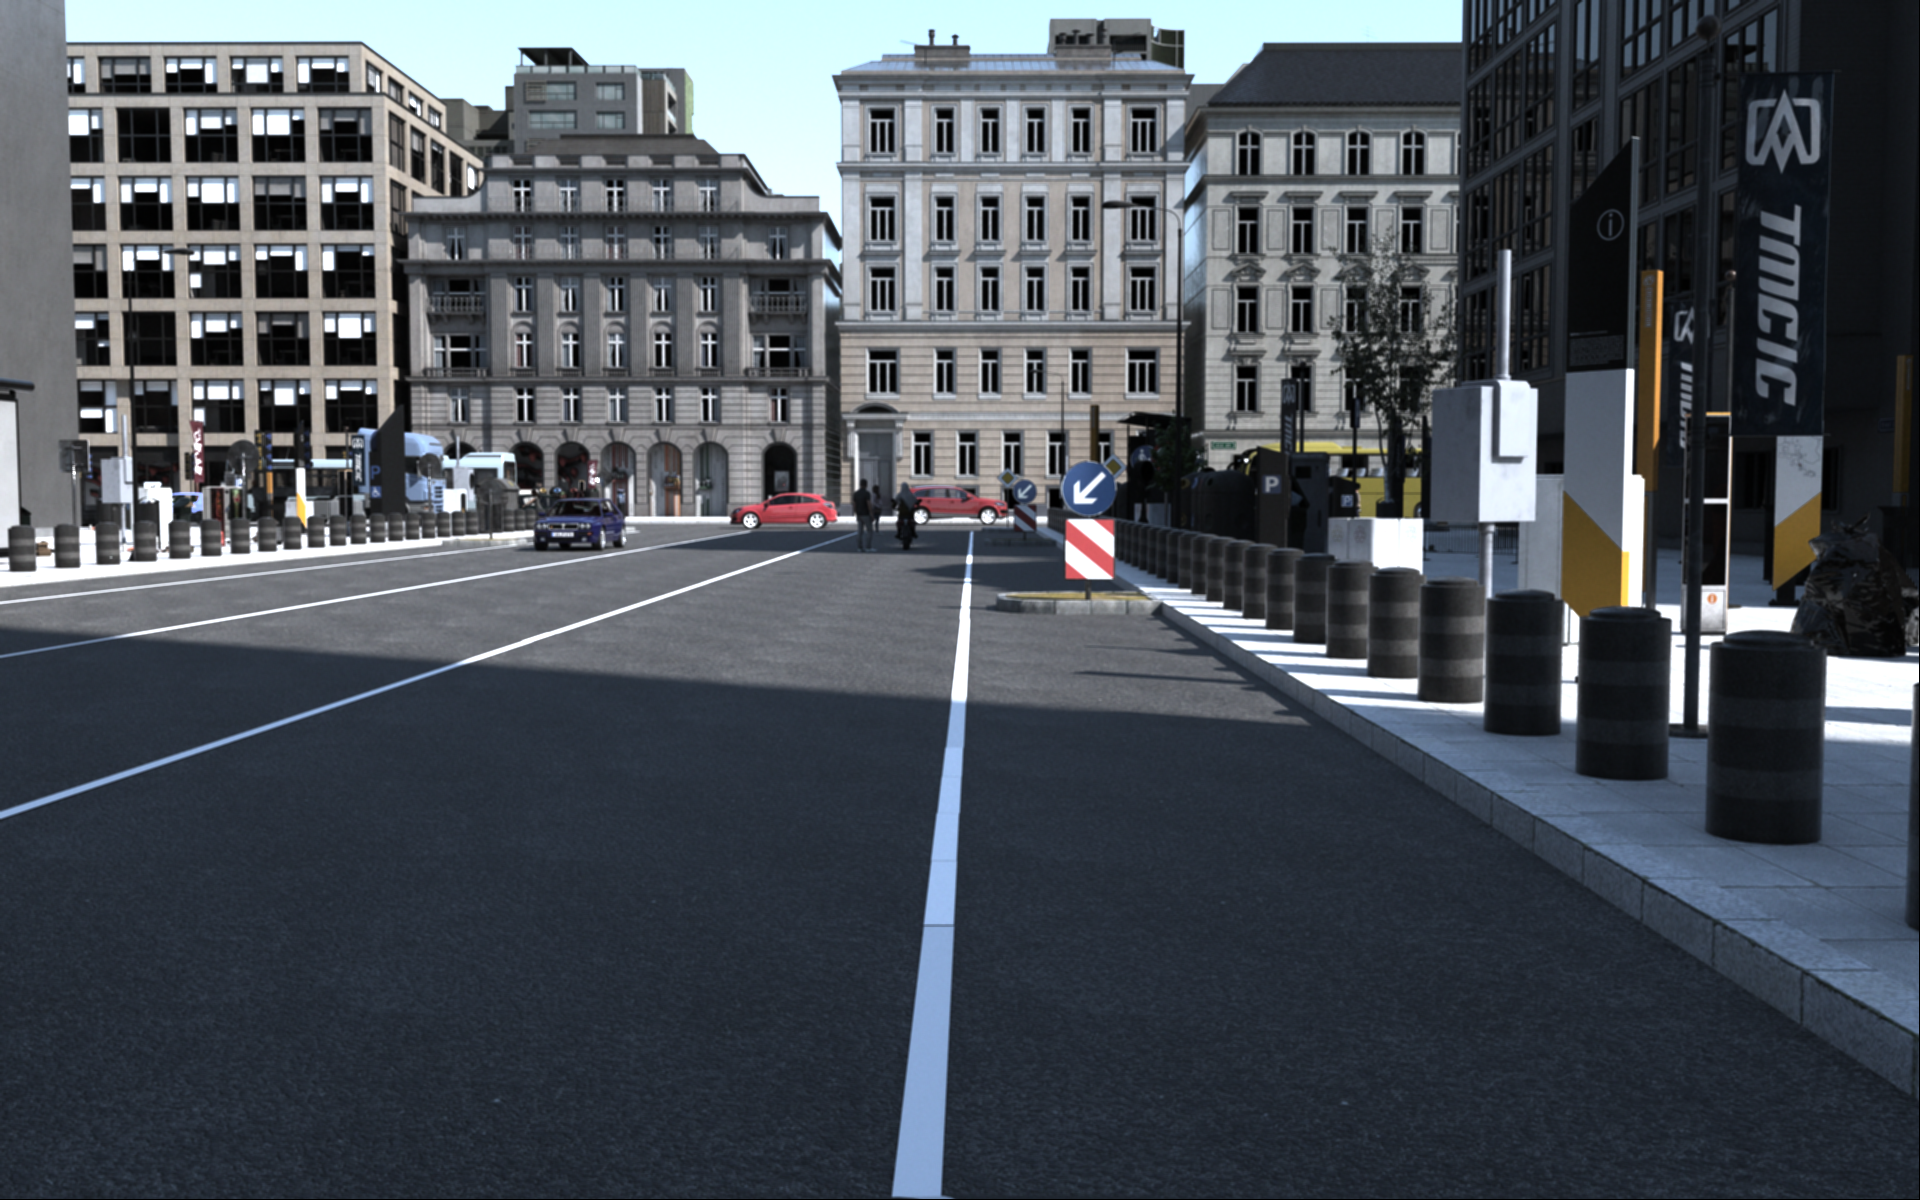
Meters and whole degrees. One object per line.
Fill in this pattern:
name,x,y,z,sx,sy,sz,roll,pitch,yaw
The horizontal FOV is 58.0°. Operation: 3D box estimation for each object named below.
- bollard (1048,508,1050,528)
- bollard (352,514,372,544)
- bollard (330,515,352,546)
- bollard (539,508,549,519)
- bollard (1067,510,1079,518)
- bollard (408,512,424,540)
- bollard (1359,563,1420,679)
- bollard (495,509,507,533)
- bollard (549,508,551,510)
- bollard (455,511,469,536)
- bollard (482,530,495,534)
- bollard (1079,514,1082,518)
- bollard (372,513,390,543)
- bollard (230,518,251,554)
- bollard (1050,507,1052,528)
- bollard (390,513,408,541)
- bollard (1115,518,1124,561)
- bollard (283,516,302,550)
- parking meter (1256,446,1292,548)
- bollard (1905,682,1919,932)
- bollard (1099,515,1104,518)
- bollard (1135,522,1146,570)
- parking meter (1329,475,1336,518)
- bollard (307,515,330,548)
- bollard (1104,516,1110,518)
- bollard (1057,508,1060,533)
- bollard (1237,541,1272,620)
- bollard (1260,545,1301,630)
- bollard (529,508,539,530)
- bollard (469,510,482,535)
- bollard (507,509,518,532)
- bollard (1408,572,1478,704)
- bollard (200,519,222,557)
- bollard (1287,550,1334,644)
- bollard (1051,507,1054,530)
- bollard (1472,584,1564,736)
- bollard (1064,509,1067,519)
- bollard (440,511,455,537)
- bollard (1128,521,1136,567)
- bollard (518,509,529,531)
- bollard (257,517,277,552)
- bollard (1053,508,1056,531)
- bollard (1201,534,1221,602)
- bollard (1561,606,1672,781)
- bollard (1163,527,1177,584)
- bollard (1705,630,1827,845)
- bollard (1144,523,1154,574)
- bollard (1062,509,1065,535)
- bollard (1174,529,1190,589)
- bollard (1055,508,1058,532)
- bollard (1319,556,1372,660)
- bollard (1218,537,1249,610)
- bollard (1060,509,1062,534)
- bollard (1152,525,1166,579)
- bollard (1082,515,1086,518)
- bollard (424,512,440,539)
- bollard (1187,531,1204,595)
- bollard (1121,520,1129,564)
bollard,3.514,-2.972,63.304,0.404,0.777,0.398,0,3,0
bollard,-15.371,-1.805,44.233,0.404,0.777,0.398,0,3,0
bollard,-15.380,-1.718,42.803,0.404,0.777,0.398,0,3,0
bollard,-15.209,-2.935,62.698,0.404,0.777,0.398,0,3,0
bollard,3.402,-2.191,50.536,0.404,0.777,0.398,0,3,0
bollard,-15.332,-2.065,48.486,0.404,0.777,0.398,0,3,0
bollard,3.073,0.155,12.184,0.404,0.777,0.398,0,3,0
bollard,-15.254,-2.586,57.000,0.404,0.777,0.398,0,3,0
bollard,-15.196,-3.022,64.125,0.404,0.777,0.398,0,3,0
bollard,-15.293,-2.326,52.749,0.404,0.777,0.398,0,3,0
bollard,-15.271,-2.499,55.578,0.404,0.777,0.398,0,3,0
bollard,3.355,-1.841,44.820,0.404,0.777,0.398,0,3,0
bollard,-15.356,-1.892,45.648,0.404,0.777,0.398,0,3,0
bollard,-15.430,-1.370,37.120,0.404,0.777,0.398,0,3,0
bollard,3.503,-2.885,61.889,0.404,0.777,0.398,0,3,0
bollard,-15.341,-1.978,47.065,0.404,0.777,0.398,0,3,0
bollard,3.254,-1.147,33.474,0.404,0.777,0.398,0,3,0
bollard,-15.405,-1.543,39.949,0.404,0.777,0.398,0,3,0
parking meter,3.804,-0.937,21.026,0.399,1.863,0.255,1,4,15
bollard,3.008,0.590,5.072,0.404,0.777,0.398,0,3,0
bollard,3.287,-1.407,37.721,0.404,0.777,0.398,0,3,0
bollard,3.217,-0.888,29.231,0.404,0.777,0.398,0,3,0
parking meter,11.593,-2.983,54.487,0.399,1.863,0.255,-1,4,-18
bollard,-15.390,-1.631,41.389,0.404,0.777,0.398,0,3,0
bollard,3.280,-1.320,36.303,0.404,0.777,0.398,0,3,0
bollard,3.455,-2.538,56.208,0.404,0.777,0.398,0,3,0
bollard,3.117,-0.193,17.868,0.404,0.777,0.398,0,3,0
bollard,3.107,-0.106,16.451,0.404,0.777,0.398,0,3,0
bollard,-15.220,-2.847,61.268,0.404,0.777,0.398,0,3,0
bollard,-15.284,-2.413,54.164,0.404,0.777,0.398,0,3,0
bollard,-15.244,-2.673,58.421,0.404,0.777,0.398,0,3,0
bollard,3.055,0.241,10.769,0.404,0.777,0.398,0,3,0
bollard,-15.442,-1.284,35.703,0.404,0.777,0.398,0,3,0
bollard,3.094,-0.018,15.013,0.404,0.777,0.398,0,3,0
bollard,3.491,-2.798,60.468,0.404,0.777,0.398,0,3,0
bollard,3.042,0.328,9.350,0.404,0.777,0.398,0,3,0
bollard,3.412,-2.278,51.956,0.404,0.777,0.398,0,3,0
bollard,-15.305,-2.239,51.329,0.404,0.777,0.398,0,3,0
bollard,3.229,-0.974,30.645,0.404,0.777,0.398,0,3,0
bollard,-15.234,-2.761,59.853,0.404,0.777,0.398,0,3,0
bollard,-15.416,-1.457,38.534,0.404,0.777,0.398,0,3,0
bollard,3.478,-2.711,59.048,0.404,0.777,0.398,0,3,0
bollard,3.144,-0.366,20.697,0.404,0.777,0.398,0,3,0
bollard,3.034,0.416,7.923,0.404,0.777,0.398,0,3,0
bollard,3.182,-0.626,24.959,0.404,0.777,0.398,0,3,0
bollard,3.024,0.502,6.505,0.404,0.777,0.398,0,3,0
bollard,3.208,-0.800,27.802,0.404,0.777,0.398,0,3,0
bollard,3.428,-2.365,53.379,0.404,0.777,0.398,0,3,0
bollard,3.168,-0.539,23.527,0.404,0.777,0.398,0,3,0
bollard,3.465,-2.625,57.633,0.404,0.777,0.398,0,3,0
bollard,3.080,0.068,13.599,0.404,0.777,0.398,0,3,0
bollard,3.132,-0.279,19.283,0.404,0.777,0.398,0,3,0
bollard,3.442,-2.451,54.793,0.404,0.777,0.398,0,3,0
bollard,3.193,-0.714,26.385,0.404,0.777,0.398,0,3,0
bollard,3.341,-1.754,43.397,0.404,0.777,0.398,0,3,0
bollard,-15.319,-2.152,49.907,0.404,0.777,0.398,0,3,0
bollard,3.153,-0.452,22.112,0.404,0.777,0.398,0,3,0
bollard,3.243,-1.061,32.060,0.404,0.777,0.398,0,3,0
